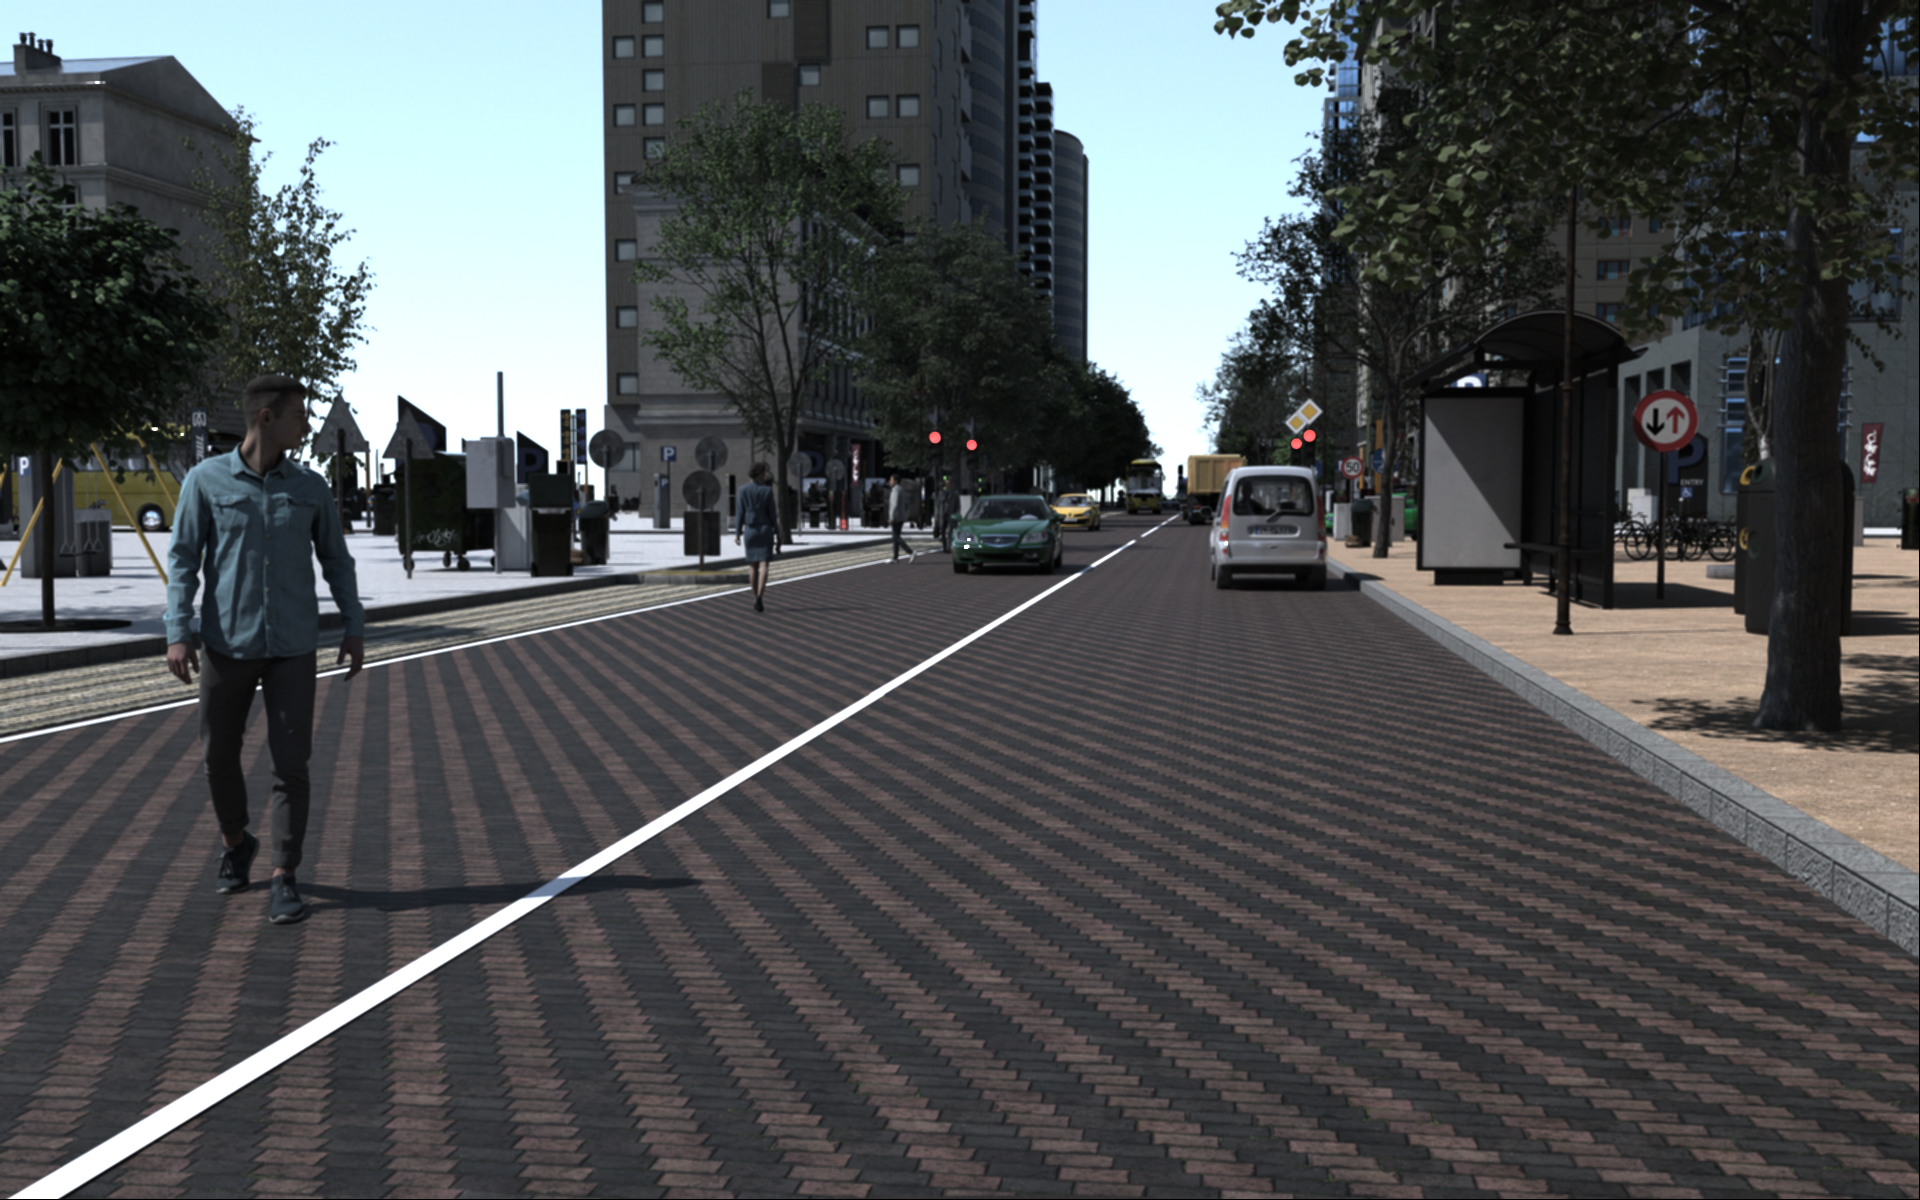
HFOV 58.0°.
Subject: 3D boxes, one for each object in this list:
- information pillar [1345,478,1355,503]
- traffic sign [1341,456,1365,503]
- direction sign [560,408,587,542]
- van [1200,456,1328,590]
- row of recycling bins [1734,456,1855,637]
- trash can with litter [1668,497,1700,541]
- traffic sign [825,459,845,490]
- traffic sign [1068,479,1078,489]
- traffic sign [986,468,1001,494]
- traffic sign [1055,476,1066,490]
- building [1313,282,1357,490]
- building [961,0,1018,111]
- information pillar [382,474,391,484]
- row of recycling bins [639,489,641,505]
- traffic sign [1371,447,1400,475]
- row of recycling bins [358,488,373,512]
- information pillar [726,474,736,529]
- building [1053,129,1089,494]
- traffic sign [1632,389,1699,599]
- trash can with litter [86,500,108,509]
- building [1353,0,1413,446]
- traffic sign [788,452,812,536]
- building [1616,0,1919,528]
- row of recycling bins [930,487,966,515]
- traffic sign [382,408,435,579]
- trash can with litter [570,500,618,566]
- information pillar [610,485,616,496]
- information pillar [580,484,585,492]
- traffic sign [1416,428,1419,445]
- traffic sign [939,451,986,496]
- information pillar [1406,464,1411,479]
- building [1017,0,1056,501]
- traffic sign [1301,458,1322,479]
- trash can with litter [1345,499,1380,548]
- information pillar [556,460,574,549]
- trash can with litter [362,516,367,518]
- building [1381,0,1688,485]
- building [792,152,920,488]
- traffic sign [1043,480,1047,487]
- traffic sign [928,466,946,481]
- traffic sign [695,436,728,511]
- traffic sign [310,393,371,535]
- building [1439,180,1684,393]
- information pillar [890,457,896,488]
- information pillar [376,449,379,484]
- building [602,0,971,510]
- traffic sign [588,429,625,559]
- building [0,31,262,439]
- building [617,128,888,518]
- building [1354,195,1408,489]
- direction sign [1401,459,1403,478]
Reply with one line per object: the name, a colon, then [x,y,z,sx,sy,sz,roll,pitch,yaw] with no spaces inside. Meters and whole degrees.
information pillar: [18.203,-4.671,80.869,0.304,2.012,0.304,-3,5,-41]
traffic sign: [13.009,-3.506,57.430,0.768,2.556,0.104,1,4,14]
direction sign: [-10.268,-3.308,46.080,0.876,3.537,0.379,2,4,29]
van: [4.828,-1.246,27.381,2.013,2.044,4.112,0,4,7]
row of recycling bins: [8.239,-0.610,17.094,1.069,1.692,3.534,1,4,22]
trash can with litter: [19.736,-2.231,47.530,1.678,1.210,2.233,2,4,24]
traffic sign: [-4.575,-3.867,63.325,0.768,2.556,0.104,1,4,14]
traffic sign: [8.721,-8.094,133.528,0.795,2.450,0.064,1,4,15]
traffic sign: [1.573,-5.093,83.369,0.768,2.556,0.104,1,4,9]
traffic sign: [7.105,-7.484,122.463,0.768,2.556,0.104,1,4,10]
building: [57.975,-29.273,250.308,14.160,30.474,14.107,1,4,8]
building: [-6.085,-38.928,178.467,21.231,58.520,28.212,1,4,8]
information pillar: [-21.019,-3.609,63.500,0.304,2.012,0.304,-1,4,-19]
row of recycling bins: [-18.325,-5.824,102.329,1.069,1.692,3.534,-1,4,-20]
traffic sign: [11.473,-2.851,46.716,0.768,2.556,0.104,1,4,17]
row of recycling bins: [-44.266,-7.273,126.024,1.069,1.692,3.534,3,5,43]
information pillar: [-8.492,-3.658,64.306,0.304,2.012,0.304,-2,4,-25]
building: [8.896,-44.890,275.951,21.231,58.520,28.212,1,4,8]
traffic sign: [8.578,-1.286,21.137,0.768,2.556,0.104,1,4,12]
trash can with litter: [-17.386,-1.400,34.273,1.055,1.170,0.624,0,4,-6]
building: [56.115,-36.093,179.361,28.713,52.752,27.495,1,4,8]
traffic sign: [-4.862,-3.207,52.539,0.768,2.556,0.104,1,4,16]
building: [45.136,-46.483,72.664,31.000,86.520,22.319,1,4,8]
row of recycling bins: [-0.862,-6.171,108.004,1.069,1.692,3.534,3,4,36]
traffic sign: [-8.334,-1.599,26.149,0.884,2.594,0.081,1,4,13]
trash can with litter: [-6.652,-1.210,31.165,0.624,1.170,1.055,1,4,14]
information pillar: [-26.906,-7.943,134.354,0.304,2.012,0.304,1,4,16]
information pillar: [-28.554,-7.750,131.196,0.304,2.012,0.304,2,4,25]
traffic sign: [7.577,-1.665,27.321,0.768,2.556,0.104,1,4,11]
traffic sign: [0.116,-5.366,81.615,2.265,3.308,0.079,1,4,13]
information pillar: [32.258,-8.151,124.616,0.183,3.616,0.504,3,5,42]
building: [3.068,-57.084,245.999,22.319,86.520,31.000,1,4,8]
traffic sign: [12.402,-3.727,61.038,0.768,2.556,0.104,1,4,9]
trash can with litter: [9.633,-1.847,41.592,0.624,1.170,1.055,2,4,29]
information pillar: [-8.516,-2.009,37.342,0.304,2.012,0.304,0,4,1]
trash can with litter: [-31.648,-4.927,91.608,2.233,1.210,1.678,-1,4,-9]
building: [46.138,-42.980,140.974,20.563,71.187,20.611,1,4,8]
building: [-10.204,-17.822,121.072,12.332,23.373,15.834,1,4,8]
traffic sign: [5.763,-7.547,123.393,0.884,2.594,0.081,1,4,14]
traffic sign: [-0.976,-4.301,70.323,0.884,2.594,0.081,1,4,16]
traffic sign: [-5.484,-2.328,38.176,0.768,2.556,0.104,1,4,14]
traffic sign: [-7.962,-1.360,22.246,0.884,2.594,0.081,1,4,16]
building: [47.817,-16.508,114.947,27.650,21.520,28.899,1,4,8]
information pillar: [-4.021,-6.890,104.005,0.183,3.616,0.504,3,4,38]
information pillar: [-29.887,-5.965,88.876,0.183,3.616,0.504,-1,4,-14]
building: [-13.777,-34.383,151.404,28.713,52.752,27.495,1,4,8]
traffic sign: [-6.965,-2.081,34.126,0.768,2.556,0.104,1,4,11]
building: [-54.321,-16.287,85.379,34.723,24.649,14.460,1,4,8]
building: [-12.675,-14.813,93.107,10.553,20.767,40.483,1,4,8]
building: [44.638,-23.746,159.945,14.160,30.474,14.107,1,4,8]
direction sign: [27.174,-7.013,106.651,0.379,3.537,0.876,0,4,6]
